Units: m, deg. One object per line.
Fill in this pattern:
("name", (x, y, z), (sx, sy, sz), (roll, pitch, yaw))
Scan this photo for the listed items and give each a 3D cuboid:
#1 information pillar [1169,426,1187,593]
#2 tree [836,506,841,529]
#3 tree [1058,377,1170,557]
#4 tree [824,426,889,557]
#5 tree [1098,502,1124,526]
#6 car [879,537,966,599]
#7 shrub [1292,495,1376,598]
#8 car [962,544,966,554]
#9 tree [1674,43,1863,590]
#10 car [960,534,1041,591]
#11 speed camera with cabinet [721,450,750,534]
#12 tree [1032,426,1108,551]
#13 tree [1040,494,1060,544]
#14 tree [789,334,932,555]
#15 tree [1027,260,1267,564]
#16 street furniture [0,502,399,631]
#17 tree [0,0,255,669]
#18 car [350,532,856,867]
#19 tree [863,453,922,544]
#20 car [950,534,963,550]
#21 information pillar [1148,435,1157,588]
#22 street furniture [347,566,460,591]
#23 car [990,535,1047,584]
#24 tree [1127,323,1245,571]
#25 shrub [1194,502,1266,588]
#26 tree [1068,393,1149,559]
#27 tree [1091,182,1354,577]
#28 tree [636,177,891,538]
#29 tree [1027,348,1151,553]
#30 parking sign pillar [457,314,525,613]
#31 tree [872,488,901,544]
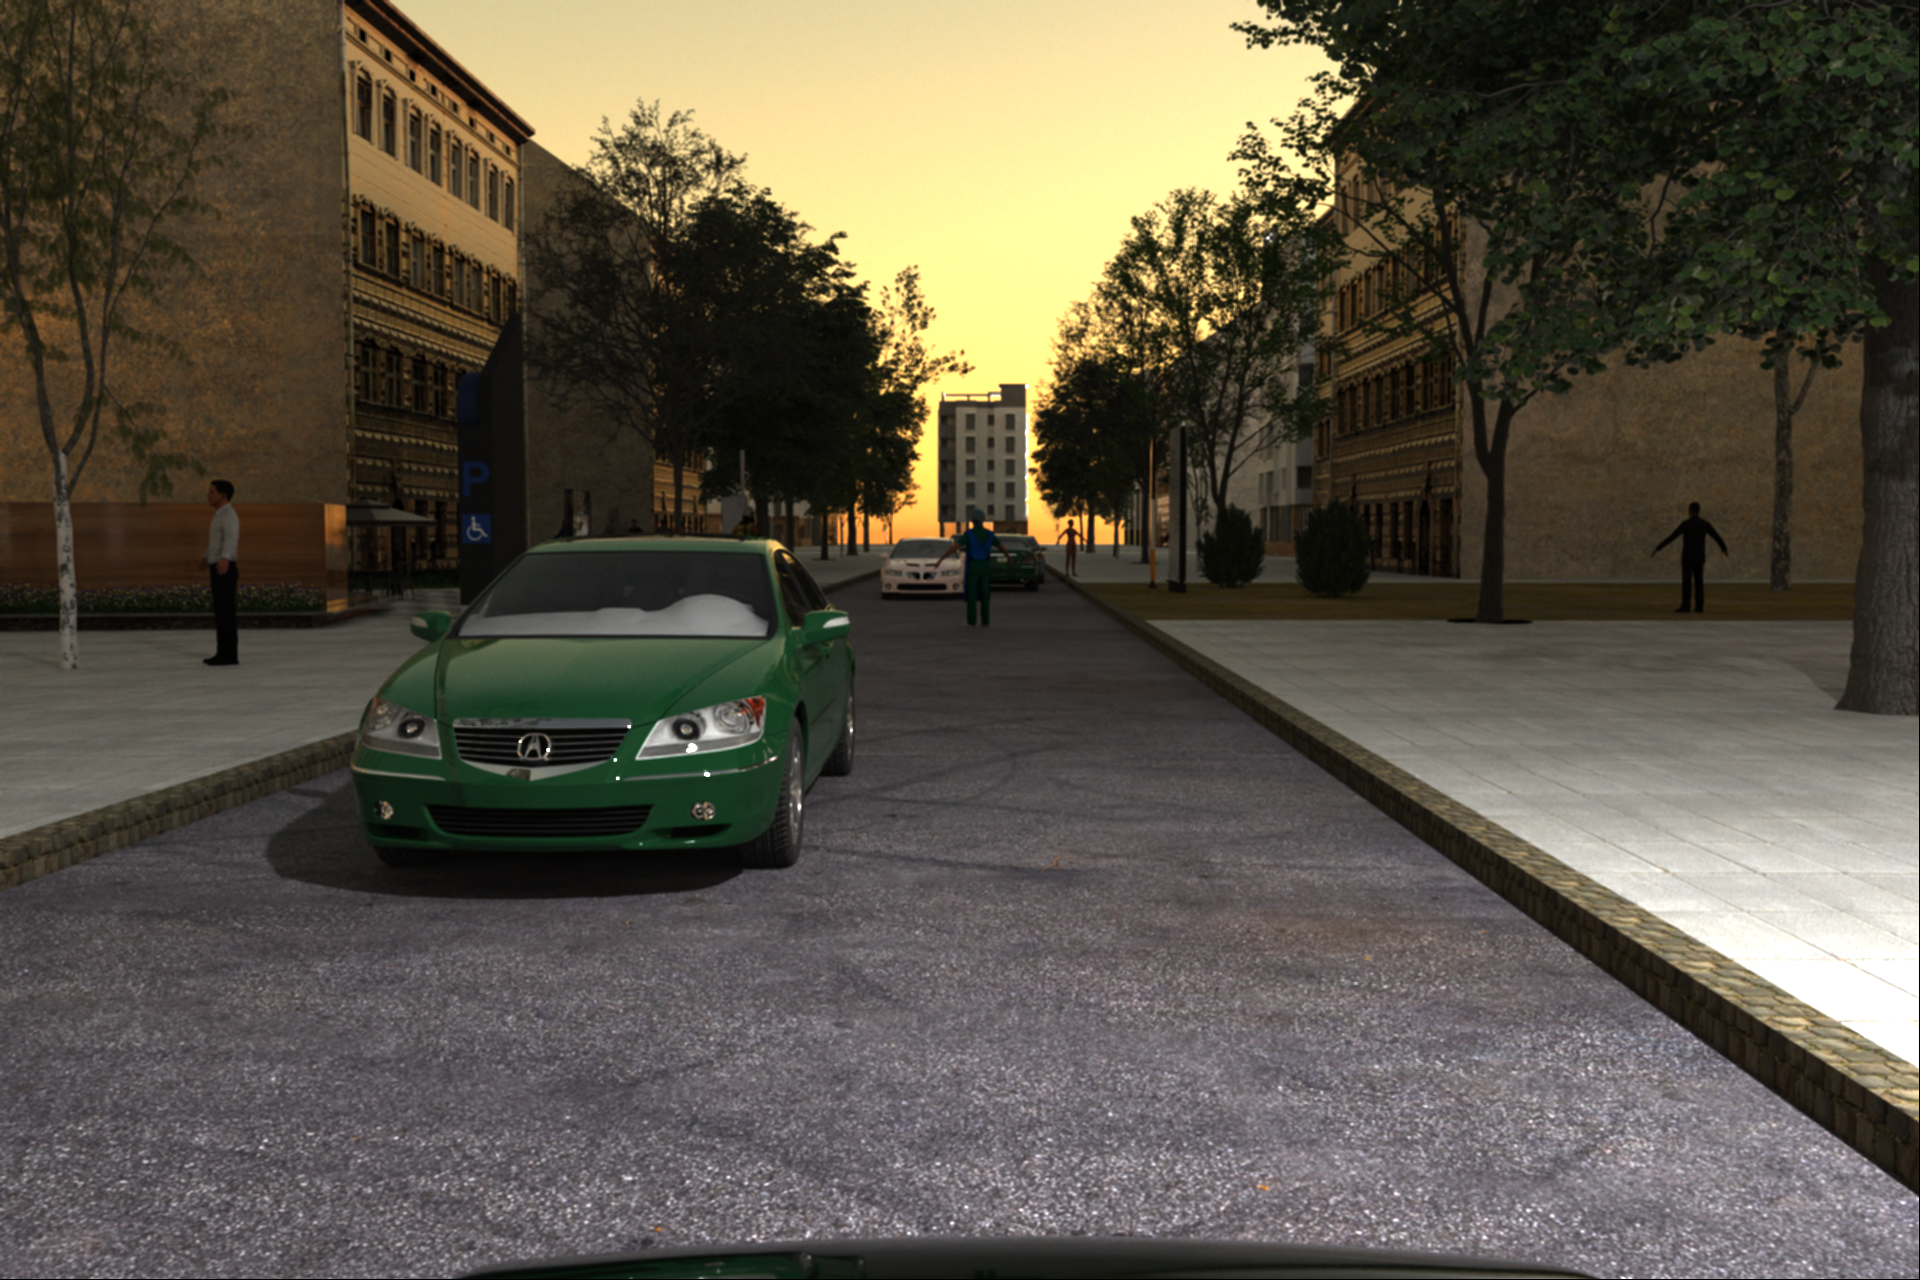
("information pillar", (4.814, -2.872, 38.278), (0.184, 3.620, 1.656), (0, 4, -1))
("tree", (-16.322, -16.753, 224.277), (4.737, 8.622, 4.395), (0, 3, 0))
("tree", (9.146, -10.017, 98.194), (7.601, 10.594, 8.767), (-1, 4, -23))
("tree", (-6.676, -8.897, 95.830), (4.360, 8.622, 3.978), (0, 3, 0))
("tree", (21.208, -18.923, 216.042), (9.857, 13.997, 8.962), (0, 3, 0))
("car", (-0.774, -1.660, 39.497), (2.083, 1.381, 4.827), (0, 4, 1))
("shrub", (7.538, -1.890, 34.950), (1.661, 2.075, 1.752), (0, 3, 0))
("car", (1.006, -5.861, 104.623), (1.959, 1.807, 4.718), (0, 4, 1))
("tree", (17.669, -11.129, 37.844), (12.611, 20.169, 13.585), (0, 3, 0))
("car", (1.069, -2.028, 44.951), (2.131, 1.459, 4.920), (0, 3, 0))
("speed camera with cabinet", (-5.319, -2.893, 41.630), (0.660, 3.252, 2.038), (0, 4, 0))
("tree", (8.949, -12.035, 131.179), (7.601, 10.594, 8.767), (-1, 4, -22))
("tree", (12.632, -16.413, 218.712), (4.360, 8.622, 3.978), (0, 3, 0))
("tree", (-6.573, -12.120, 104.817), (9.857, 13.997, 8.962), (0, 3, 0))
("tree", (8.013, -10.061, 74.875), (12.009, 13.543, 11.850), (0, 3, 0))
("street furniture", (-13.309, -1.138, 25.456), (9.812, 1.723, 11.010), (-1, 4, -11))
("tree", (-8.450, -4.042, 16.454), (4.360, 8.622, 3.978), (0, 3, 0))
("car", (-1.576, 0.172, 8.981), (2.131, 1.459, 4.920), (0, 4, 1))
("tree", (-8.826, -17.781, 216.473), (9.928, 11.665, 9.643), (0, 3, 0))
("car", (0.041, -6.692, 121.218), (2.131, 1.459, 4.920), (0, 4, 1))
("information pillar", (4.580, -3.048, 41.183), (0.183, 3.616, 0.504), (0, 4, 1))
("street furniture", (-13.058, -1.548, 40.940), (10.072, 0.657, 5.734), (-2, 4, -25))
("car", (1.598, -2.404, 51.303), (2.014, 1.417, 4.499), (0, 4, 1))
("tree", (8.476, -6.688, 59.709), (4.360, 8.622, 3.978), (0, 3, 0))
("shrub", (6.460, -2.281, 41.332), (1.661, 2.075, 1.752), (0, 3, 0))
("tree", (7.875, -8.440, 88.350), (4.737, 8.622, 4.395), (0, 3, 0))
("tree", (7.735, -7.690, 51.480), (9.928, 11.665, 9.643), (0, 3, 0))
("tree", (-7.100, -9.520, 62.314), (9.857, 13.997, 8.962), (0, 3, 0))
("tree", (8.898, -12.956, 118.492), (9.857, 13.997, 8.962), (0, 3, 0))
("parking sign pillar", (-5.573, -1.967, 20.630), (1.447, 3.967, 1.447), (0, 4, 2))
("tree", (-9.805, -16.752, 224.256), (4.737, 8.622, 4.395), (0, 3, 0))
